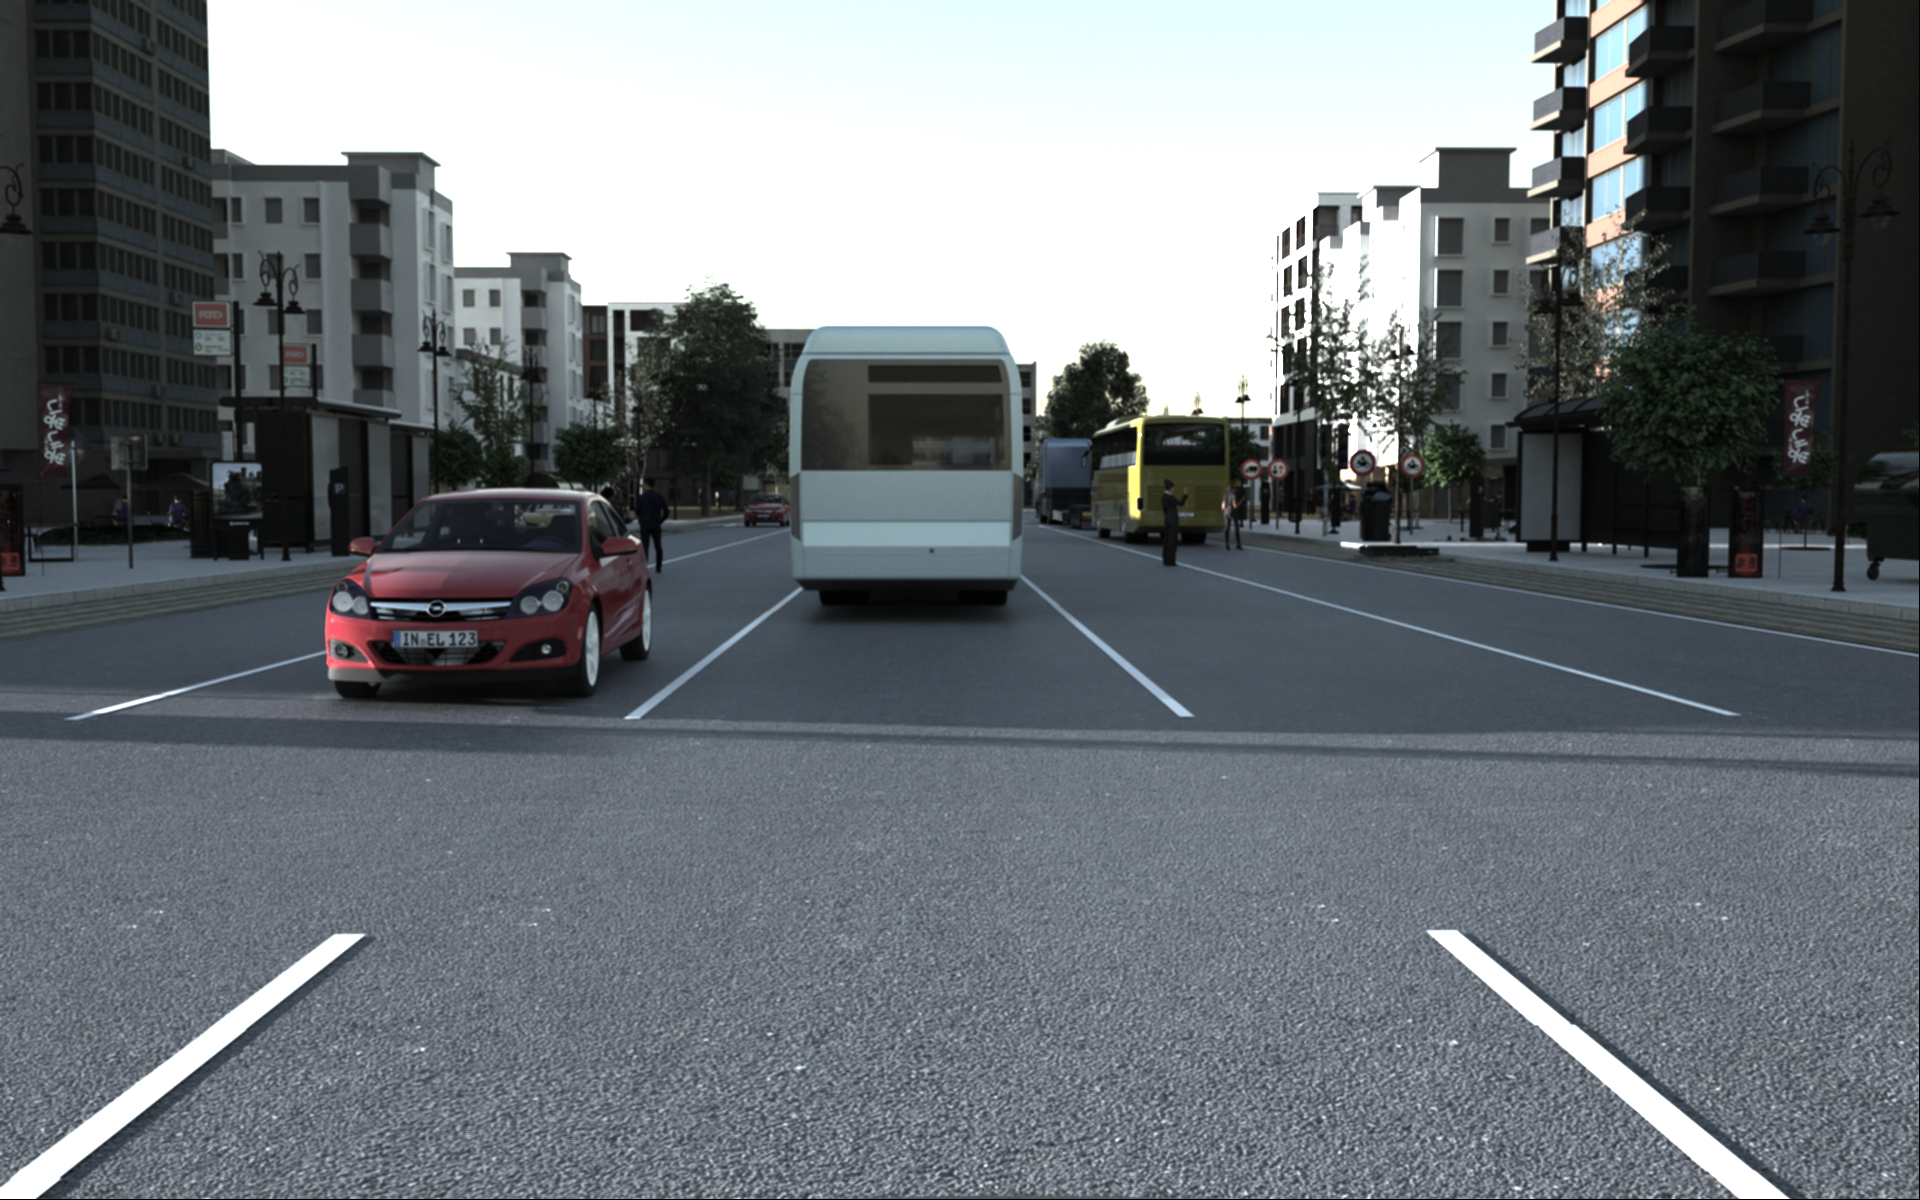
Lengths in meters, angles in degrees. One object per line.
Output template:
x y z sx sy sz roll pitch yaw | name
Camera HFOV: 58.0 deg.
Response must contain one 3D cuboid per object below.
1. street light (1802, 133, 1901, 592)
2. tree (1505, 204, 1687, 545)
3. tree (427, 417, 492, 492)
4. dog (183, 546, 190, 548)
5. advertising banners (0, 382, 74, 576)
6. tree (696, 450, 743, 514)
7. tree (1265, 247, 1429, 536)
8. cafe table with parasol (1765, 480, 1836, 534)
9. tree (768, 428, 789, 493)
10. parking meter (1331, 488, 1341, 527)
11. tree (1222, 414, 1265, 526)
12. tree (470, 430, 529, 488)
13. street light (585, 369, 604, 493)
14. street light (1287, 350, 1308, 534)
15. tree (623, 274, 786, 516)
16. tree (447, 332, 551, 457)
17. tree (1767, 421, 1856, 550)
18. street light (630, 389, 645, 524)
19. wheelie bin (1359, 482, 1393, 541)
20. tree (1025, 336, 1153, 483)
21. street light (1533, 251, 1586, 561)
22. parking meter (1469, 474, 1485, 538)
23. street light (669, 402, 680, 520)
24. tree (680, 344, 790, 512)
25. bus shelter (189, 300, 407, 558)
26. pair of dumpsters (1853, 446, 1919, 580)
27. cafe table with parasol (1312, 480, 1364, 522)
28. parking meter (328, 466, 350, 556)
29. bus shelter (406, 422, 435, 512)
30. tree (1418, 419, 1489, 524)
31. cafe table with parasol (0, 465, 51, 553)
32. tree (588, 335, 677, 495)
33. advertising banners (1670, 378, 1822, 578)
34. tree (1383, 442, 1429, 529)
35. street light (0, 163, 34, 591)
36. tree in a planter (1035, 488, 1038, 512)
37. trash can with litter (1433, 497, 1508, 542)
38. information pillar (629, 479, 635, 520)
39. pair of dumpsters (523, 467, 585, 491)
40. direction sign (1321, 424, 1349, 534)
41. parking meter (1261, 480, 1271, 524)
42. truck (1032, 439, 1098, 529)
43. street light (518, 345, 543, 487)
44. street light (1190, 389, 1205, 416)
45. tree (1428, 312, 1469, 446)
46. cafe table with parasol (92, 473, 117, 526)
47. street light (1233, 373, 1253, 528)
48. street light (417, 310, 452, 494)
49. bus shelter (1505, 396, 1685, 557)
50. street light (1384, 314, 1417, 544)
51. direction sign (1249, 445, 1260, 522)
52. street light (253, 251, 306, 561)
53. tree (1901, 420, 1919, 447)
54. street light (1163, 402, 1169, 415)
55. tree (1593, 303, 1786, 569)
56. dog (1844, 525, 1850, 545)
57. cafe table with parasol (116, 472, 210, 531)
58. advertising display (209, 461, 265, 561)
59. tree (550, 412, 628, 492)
11.603 -3.053 22.699 0.468 5.910 1.993 0 4 -1 | street light
15.974 -5.692 43.433 4.360 8.622 3.978 0 3 0 | tree
-21.652 -5.513 73.851 4.285 4.588 4.351 0 3 0 | tree
-18.144 -1.444 41.351 0.748 0.427 0.550 3 5 41 | dog
-14.867 -1.878 26.890 2.074 3.025 0.090 -2 4 -27 | advertising banners
-15.632 -7.922 113.245 4.285 4.588 4.351 0 3 0 | tree
11.396 -6.257 52.659 4.737 8.622 4.395 0 3 0 | tree
27.190 -3.148 56.330 2.610 1.966 2.610 -1 4 -23 | cafe table with parasol
-16.633 -12.645 157.114 4.737 8.622 4.395 0 3 0 | tree
14.822 -3.663 68.295 0.372 1.533 0.369 0 3 0 | parking meter
10.789 -5.342 71.051 4.285 4.588 4.351 0 3 0 | tree
-13.822 -3.494 51.727 1.663 3.219 1.824 0 3 0 | tree
-13.555 -5.602 64.388 0.468 5.910 1.993 0 4 -1 | street light
10.928 -5.084 55.919 0.468 5.910 1.993 0 4 -1 | street light
-15.023 -11.968 102.324 9.857 13.997 8.962 0 3 0 | tree
-21.249 -7.890 79.369 4.737 8.622 4.395 0 3 0 | tree
19.437 -2.776 39.994 1.663 3.219 1.824 0 3 0 | tree
-13.916 -6.254 75.045 0.468 5.910 1.993 0 4 -1 | street light
11.308 -2.395 47.058 0.693 1.594 0.980 -2 4 -35 | wheelie bin
10.302 -12.770 125.794 9.611 12.733 9.660 0 3 0 | tree
11.404 -3.689 33.096 0.468 5.910 1.993 0 4 -1 | street light
15.231 -2.771 51.014 0.399 1.863 0.255 -3 4 -37 | parking meter
-14.079 -6.890 85.443 0.468 5.910 1.993 0 4 -1 | street light
-16.174 -12.834 126.841 9.611 12.733 9.660 0 3 0 | tree
-14.888 -3.737 38.727 2.179 5.291 8.768 0 4 -1 | bus shelter
14.200 -1.303 23.791 1.574 2.255 4.437 0 4 -1 | pair of dumpsters
17.734 -4.666 81.158 2.610 1.966 2.610 0 4 -2 | cafe table with parasol
-12.812 -1.835 35.715 0.399 1.863 0.255 -1 4 -23 | parking meter
-17.086 -4.364 48.990 2.179 5.291 8.768 0 4 -1 | bus shelter
21.521 -5.640 75.925 4.285 4.588 4.351 0 3 0 | tree
-20.840 -1.986 37.342 2.610 1.966 2.610 1 4 16 | cafe table with parasol
-14.945 -7.958 80.478 4.360 8.622 3.978 0 3 0 | tree
11.992 -1.850 26.435 2.074 3.025 0.090 1 4 13 | advertising banners
16.494 -4.253 64.135 1.663 3.219 1.824 0 3 0 | tree
-12.724 -3.055 22.730 0.468 5.910 1.993 0 4 -1 | street light
7.147 -8.811 141.287 1.991 3.239 1.994 0 4 -1 | tree in a planter
14.053 -2.224 47.427 2.233 1.210 1.678 0 4 2 | trash can with litter
-15.991 -4.889 84.433 0.304 2.012 0.304 -1 4 -10 | information pillar
-14.132 -3.510 59.876 1.574 2.255 4.437 0 4 -1 | pair of dumpsters
12.112 -3.917 56.037 0.876 3.537 0.379 1 4 19 | direction sign
13.034 -4.168 73.865 0.399 1.863 0.255 0 4 5 | parking meter
5.512 -5.410 78.206 2.967 4.110 18.799 0 4 -3 | truck
-13.328 -4.963 53.939 0.468 5.910 1.993 0 4 -1 | street light
10.490 -6.356 76.712 0.468 5.910 1.993 0 4 -1 | street light
17.629 -7.162 67.460 4.737 8.622 4.395 0 3 0 | tree
-28.047 -3.176 56.792 2.610 1.966 2.610 -2 4 -35 | cafe table with parasol
10.813 -5.720 66.318 0.468 5.910 1.993 0 4 -1 | street light
-13.169 -4.327 43.541 0.468 5.910 1.993 0 4 -1 | street light
13.193 -2.567 35.890 2.014 3.302 5.546 0 4 -1 | bus shelter
11.310 -4.392 44.598 0.468 5.910 1.993 0 4 -1 | street light
13.538 -5.374 79.863 0.379 3.537 0.876 -2 4 -28 | direction sign
-12.958 -3.690 33.126 0.468 5.910 1.993 0 4 -1 | street light
31.441 -4.318 54.312 4.285 4.588 4.351 0 3 0 | tree
10.346 -6.992 87.110 0.468 5.910 1.993 0 4 -1 | street light
12.555 -2.830 29.976 4.285 4.588 4.351 0 3 0 | tree
22.476 -1.667 44.079 0.406 0.507 0.540 -2 4 -25 | dog
-23.966 -2.957 53.210 2.610 1.966 2.610 3 5 44 | cafe table with parasol
-14.001 -1.734 33.570 0.974 1.923 0.123 -2 4 -33 | advertising display
-15.007 -5.273 69.924 4.285 4.588 4.351 0 3 0 | tree
